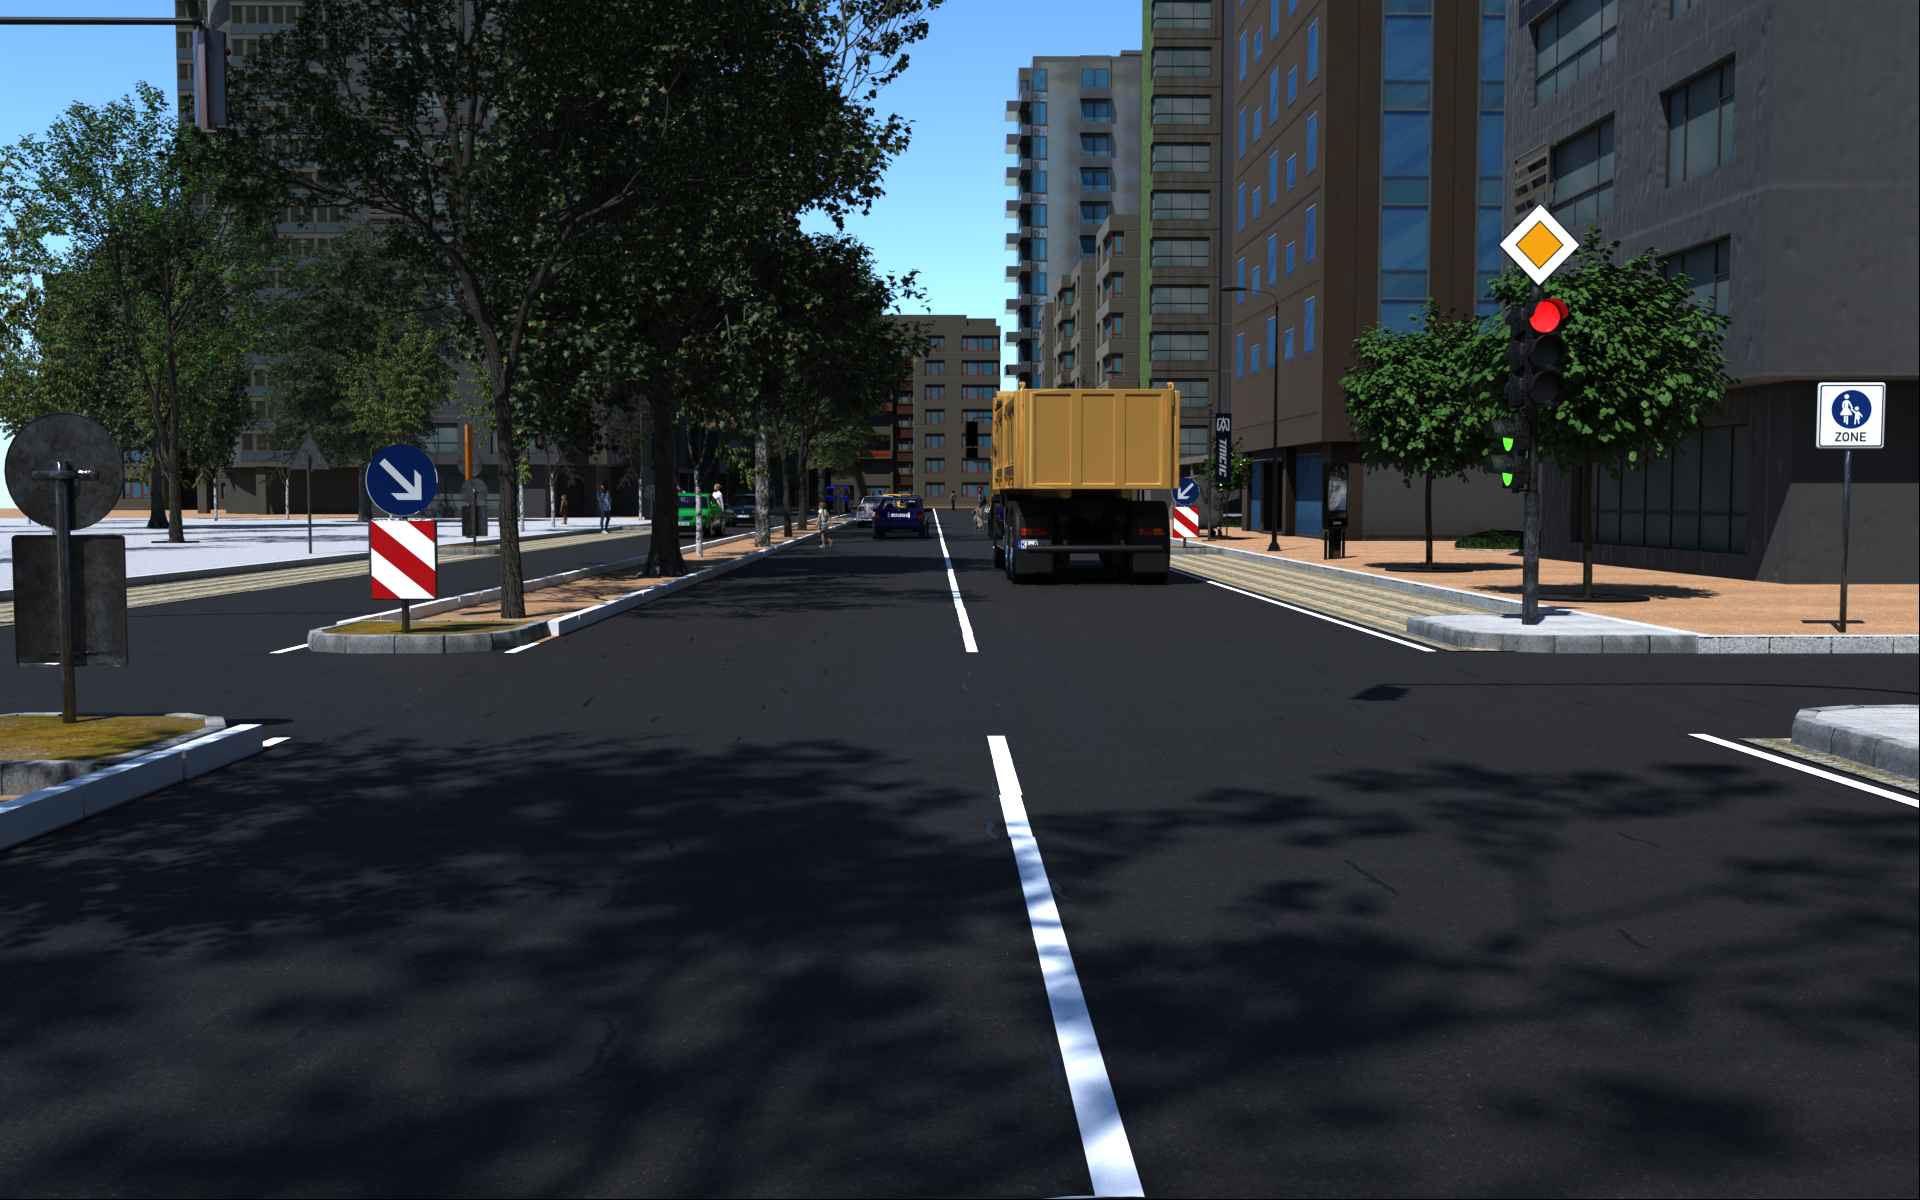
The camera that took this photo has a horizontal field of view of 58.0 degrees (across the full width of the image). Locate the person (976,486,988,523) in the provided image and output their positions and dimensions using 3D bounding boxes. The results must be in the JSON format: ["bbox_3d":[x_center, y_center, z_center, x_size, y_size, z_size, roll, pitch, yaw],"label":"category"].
[{"bbox_3d":[1.042,-4.718,85.628,0.713,1.824,0.794,0,4,5],"label":"person"}]

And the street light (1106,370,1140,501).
[{"bbox_3d":[6.192,-5.669,65.232,1.470,5.913,1.316,0,4,-1],"label":"street light"}]

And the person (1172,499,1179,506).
[{"bbox_3d":[9.104,-4.020,71.636,0.638,1.841,0.748,0,4,4],"label":"person"}]

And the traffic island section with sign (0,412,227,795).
[{"bbox_3d":[-4.997,-0.059,9.106,2.006,1.907,1.989,0,4,-1],"label":"traffic island section with sign"}]

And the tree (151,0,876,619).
[{"bbox_3d":[-5.118,-5.080,19.933,8.767,10.594,7.601,0,4,-1],"label":"tree"}]

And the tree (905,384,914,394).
[{"bbox_3d":[-5.689,-7.383,57.574,8.767,10.594,7.601,0,4,-1],"label":"tree"}]

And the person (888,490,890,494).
[{"bbox_3d":[-4.728,-6.512,115.794,1.217,1.723,0.721,0,4,-7],"label":"person"}]

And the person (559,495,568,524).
[{"bbox_3d":[-16.881,-3.852,73.698,0.373,1.253,0.362,1,4,21],"label":"person"}]

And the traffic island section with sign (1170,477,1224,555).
[{"bbox_3d":[5.205,-2.021,41.668,1.989,1.847,2.006,0,4,-1],"label":"traffic island section with sign"}]

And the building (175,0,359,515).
[{"bbox_3d":[-34.708,-26.060,117.960,32.217,40.220,23.993,0,4,-1],"label":"building"}]

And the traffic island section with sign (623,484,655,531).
[{"bbox_3d":[-12.190,-3.661,68.477,1.989,1.847,2.006,0,4,-1],"label":"traffic island section with sign"}]

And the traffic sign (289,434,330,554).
[{"bbox_3d":[-13.998,-2.278,37.251,0.884,2.594,0.081,0,4,2],"label":"traffic sign"}]

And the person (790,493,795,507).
[{"bbox_3d":[-16.679,-9.999,172.705,1.217,1.735,0.721,-2,4,-28],"label":"person"}]

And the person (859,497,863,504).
[{"bbox_3d":[-4.597,-4.158,80.759,0.475,1.303,0.640,2,4,34],"label":"person"}]

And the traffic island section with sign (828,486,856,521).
[{"bbox_3d":[-6.435,-5.107,91.639,2.006,1.907,1.989,0,4,-1],"label":"traffic island section with sign"}]

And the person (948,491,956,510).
[{"bbox_3d":[-0.673,-8.899,154.708,0.721,1.736,1.217,2,4,32],"label":"person"}]

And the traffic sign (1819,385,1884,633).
[{"bbox_3d":[8.178,-0.847,15.978,0.606,2.300,0.079,0,4,1],"label":"traffic sign"}]

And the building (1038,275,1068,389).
[{"bbox_3d":[21.556,-18.730,151.276,27.650,21.520,28.899,0,4,-1],"label":"building"}]

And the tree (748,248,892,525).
[{"bbox_3d":[-6.341,-9.634,78.096,7.486,12.596,7.792,0,3,0],"label":"tree"}]

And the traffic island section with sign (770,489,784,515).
[{"bbox_3d":[-13.070,-6.720,118.493,1.989,1.847,2.006,0,4,-1],"label":"traffic island section with sign"}]

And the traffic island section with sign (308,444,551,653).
[{"bbox_3d":[-5.116,-0.512,16.512,2.006,1.907,1.989,0,4,-1],"label":"traffic island section with sign"}]

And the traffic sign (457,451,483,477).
[{"bbox_3d":[-14.493,-3.127,51.235,0.768,2.556,0.104,0,4,3],"label":"traffic sign"}]

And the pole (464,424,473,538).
[{"bbox_3d":[-14.327,-3.468,50.547,0.158,3.312,0.155,0,3,0],"label":"pole"}]

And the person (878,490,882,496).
[{"bbox_3d":[-6.638,-8.088,141.416,0.721,1.739,1.217,0,4,-5],"label":"person"}]

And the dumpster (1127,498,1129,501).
[{"bbox_3d":[4.726,-3.307,59.014,1.985,2.255,1.502,0,4,-1],"label":"dumpster"}]

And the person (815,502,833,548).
[{"bbox_3d":[-3.648,-2.011,46.394,0.382,1.210,0.505,2,4,35],"label":"person"}]

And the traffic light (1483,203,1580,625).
[{"bbox_3d":[5.586,-1.713,16.924,0.839,4.253,0.868,0,4,-1],"label":"traffic light"}]

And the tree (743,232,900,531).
[{"bbox_3d":[-6.054,-8.499,67.173,9.928,11.665,9.643,0,3,0],"label":"tree"}]

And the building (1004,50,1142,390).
[{"bbox_3d":[20.093,-34.878,189.859,30.456,49.044,23.786,0,4,-1],"label":"building"}]

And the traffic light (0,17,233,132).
[{"bbox_3d":[-9.482,-2.570,16.681,4.771,5.953,1.251,0,4,-1],"label":"traffic light"}]

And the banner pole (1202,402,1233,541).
[{"bbox_3d":[7.008,-3.493,47.126,0.863,3.779,0.401,-1,4,-15],"label":"banner pole"}]

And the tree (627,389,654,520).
[{"bbox_3d":[-15.811,-8.186,84.209,4.360,8.622,3.978,0,3,0],"label":"tree"}]

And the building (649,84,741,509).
[{"bbox_3d":[-31.106,-27.918,148.343,23.993,40.220,32.217,0,4,-1],"label":"building"}]

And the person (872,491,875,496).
[{"bbox_3d":[-8.232,-9.634,166.844,0.721,1.723,1.217,2,4,28],"label":"person"}]

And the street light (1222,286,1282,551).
[{"bbox_3d":[6.529,-4.052,38.789,1.470,5.913,1.316,0,4,-1],"label":"street light"}]

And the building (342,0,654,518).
[{"bbox_3d":[-25.636,-25.354,98.136,14.154,41.232,14.086,0,4,-1],"label":"building"}]

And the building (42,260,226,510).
[{"bbox_3d":[-57.681,-18.664,150.190,28.899,21.520,27.650,0,4,-1],"label":"building"}]

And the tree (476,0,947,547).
[{"bbox_3d":[-6.567,-11.543,47.078,12.611,20.169,13.585,0,3,0],"label":"tree"}]

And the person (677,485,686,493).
[{"bbox_3d":[-10.813,-3.578,67.269,0.793,1.790,0.793,2,4,35],"label":"person"}]

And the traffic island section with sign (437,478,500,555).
[{"bbox_3d":[-11.729,-2.012,41.526,1.989,1.847,2.006,0,4,-1],"label":"traffic island section with sign"}]

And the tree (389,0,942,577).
[{"bbox_3d":[-5.134,-6.755,29.916,9.611,12.733,9.660,0,3,0],"label":"tree"}]

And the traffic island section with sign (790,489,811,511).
[{"bbox_3d":[-13.532,-8.368,145.444,1.989,1.847,2.006,0,4,-1],"label":"traffic island section with sign"}]

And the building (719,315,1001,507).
[{"bbox_3d":[-10.519,-21.189,191.471,28.899,21.520,27.650,0,4,-1],"label":"building"}]

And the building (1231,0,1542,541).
[{"bbox_3d":[16.527,-24.622,52.687,14.600,45.320,14.200,0,4,-1],"label":"building"}]

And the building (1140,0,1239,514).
[{"bbox_3d":[17.255,-25.459,99.857,14.154,41.232,14.086,0,4,-1],"label":"building"}]

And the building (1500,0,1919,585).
[{"bbox_3d":[17.662,-20.977,26.569,14.086,41.232,14.154,0,4,-1],"label":"building"}]

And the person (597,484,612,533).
[{"bbox_3d":[-12.893,-3.304,62.782,0.793,1.790,0.793,0,4,6],"label":"person"}]

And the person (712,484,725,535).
[{"bbox_3d":[-8.509,-3.195,60.956,0.641,1.798,0.478,-3,5,-40],"label":"person"}]

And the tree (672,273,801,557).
[{"bbox_3d":[-5.852,-5.252,38.683,4.737,8.622,4.395,0,3,0],"label":"tree"}]

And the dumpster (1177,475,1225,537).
[{"bbox_3d":[7.223,-2.823,51.916,1.264,1.857,1.865,0,4,-1],"label":"dumpster"}]

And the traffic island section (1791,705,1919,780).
[{"bbox_3d":[5.766,0.809,9.054,2.009,0.180,2.903,0,4,-1],"label":"traffic island section"}]

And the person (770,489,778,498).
[{"bbox_3d":[-17.799,-9.747,165.490,0.705,1.814,1.350,2,4,27],"label":"person"}]

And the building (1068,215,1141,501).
[{"bbox_3d":[22.788,-16.940,122.010,27.650,21.520,28.899,0,4,-1],"label":"building"}]

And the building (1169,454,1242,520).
[{"bbox_3d":[26.823,-23.743,80.071,32.217,40.220,23.993,0,4,-1],"label":"building"}]

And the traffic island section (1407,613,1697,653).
[{"bbox_3d":[5.627,0.321,17.038,2.009,0.180,2.903,0,4,-1],"label":"traffic island section"}]

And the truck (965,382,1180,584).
[{"bbox_3d":[1.949,-2.163,31.293,3.469,3.379,9.791,0,4,-2],"label":"truck"}]

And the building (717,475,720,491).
[{"bbox_3d":[-32.155,-32.703,184.811,14.200,45.320,14.600,0,4,-1],"label":"building"}]
